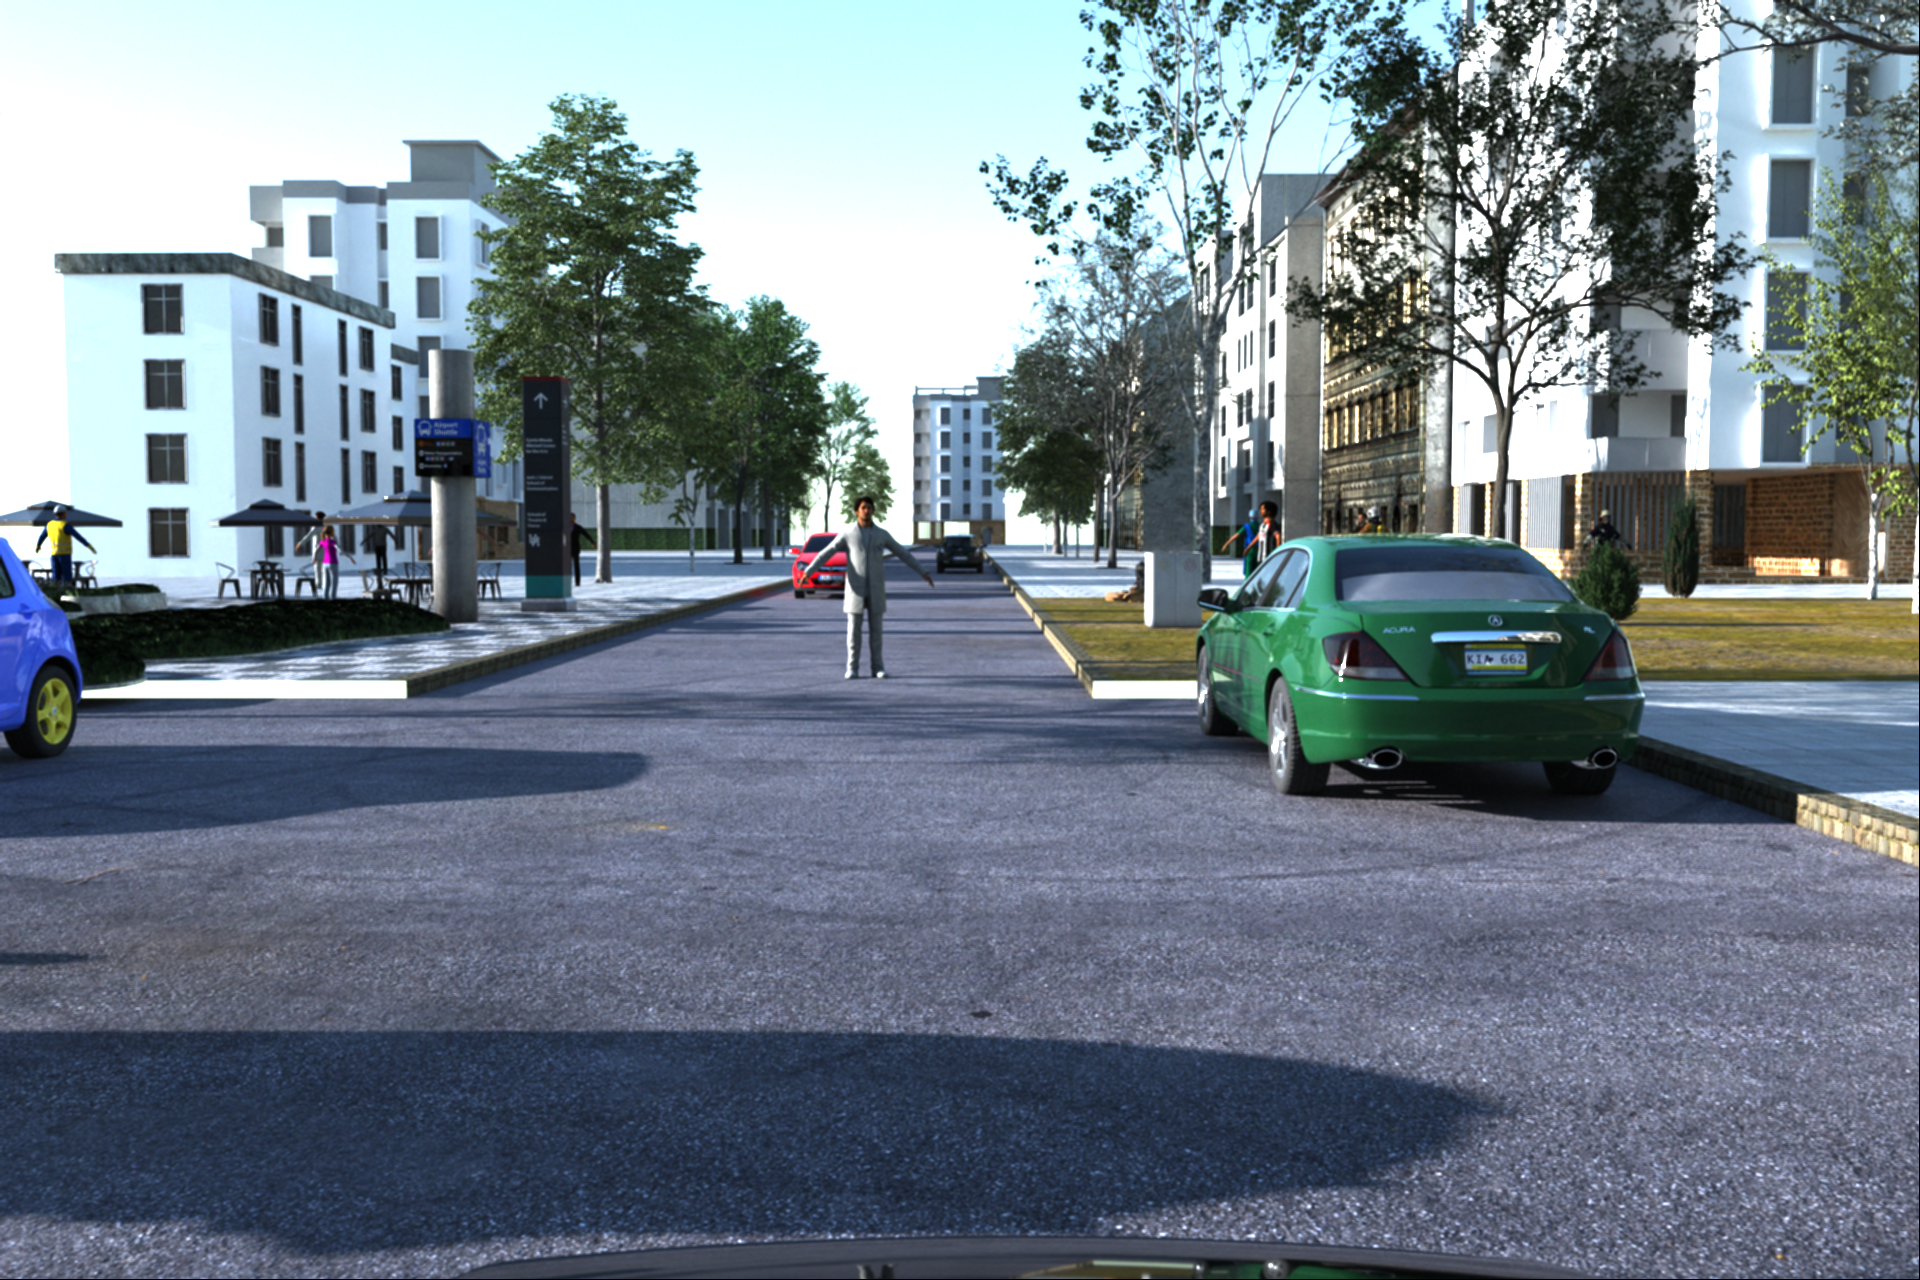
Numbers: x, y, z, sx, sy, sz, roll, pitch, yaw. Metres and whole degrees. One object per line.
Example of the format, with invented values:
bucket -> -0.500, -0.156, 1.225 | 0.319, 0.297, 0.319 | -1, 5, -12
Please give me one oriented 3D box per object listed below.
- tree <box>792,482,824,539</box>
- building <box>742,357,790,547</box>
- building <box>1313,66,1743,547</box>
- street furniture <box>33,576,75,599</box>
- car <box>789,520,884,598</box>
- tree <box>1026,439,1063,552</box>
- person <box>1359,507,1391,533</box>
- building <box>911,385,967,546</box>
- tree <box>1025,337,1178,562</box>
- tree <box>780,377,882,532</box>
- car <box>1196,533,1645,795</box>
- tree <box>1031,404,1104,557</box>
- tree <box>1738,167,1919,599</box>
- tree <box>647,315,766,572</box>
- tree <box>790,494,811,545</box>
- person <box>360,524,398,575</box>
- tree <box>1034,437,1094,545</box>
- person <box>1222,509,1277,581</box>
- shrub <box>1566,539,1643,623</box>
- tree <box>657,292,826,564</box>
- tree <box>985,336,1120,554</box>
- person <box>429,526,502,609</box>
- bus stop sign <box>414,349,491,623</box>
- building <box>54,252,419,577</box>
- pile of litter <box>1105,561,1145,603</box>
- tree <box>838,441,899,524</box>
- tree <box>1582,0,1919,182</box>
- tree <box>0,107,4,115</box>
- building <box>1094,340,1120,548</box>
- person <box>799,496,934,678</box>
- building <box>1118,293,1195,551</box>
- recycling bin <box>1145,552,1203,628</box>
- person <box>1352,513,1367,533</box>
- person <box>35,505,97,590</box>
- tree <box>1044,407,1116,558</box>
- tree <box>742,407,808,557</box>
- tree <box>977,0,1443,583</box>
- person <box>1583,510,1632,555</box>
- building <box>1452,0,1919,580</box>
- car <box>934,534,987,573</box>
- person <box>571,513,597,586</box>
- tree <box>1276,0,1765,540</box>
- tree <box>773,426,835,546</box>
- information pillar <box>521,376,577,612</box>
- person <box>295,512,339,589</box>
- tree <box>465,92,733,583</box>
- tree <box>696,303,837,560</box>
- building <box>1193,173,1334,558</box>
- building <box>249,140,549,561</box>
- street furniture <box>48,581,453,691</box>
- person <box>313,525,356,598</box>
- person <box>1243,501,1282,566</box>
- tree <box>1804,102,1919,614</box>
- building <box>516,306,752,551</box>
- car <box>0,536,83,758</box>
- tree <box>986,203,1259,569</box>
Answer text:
tree -> -18.412, -16.075, 213.186 | 4.360, 8.622, 3.978 | 0, 3, 0
building -> -27.919, -19.323, 182.390 | 16.747, 18.905, 31.486 | 0, 4, 0
building -> 25.442, -14.538, 68.620 | 19.493, 23.208, 18.063 | 0, 4, 1
street furniture -> -16.759, -1.191, 26.322 | 11.010, 1.723, 9.812 | -3, 5, -40
car -> -2.815, -1.893, 39.999 | 2.155, 1.783, 4.494 | 0, 3, 0
tree -> 5.837, -10.497, 121.987 | 4.360, 8.622, 3.978 | 0, 3, 0
person -> 8.683, -1.878, 36.468 | 1.354, 1.858, 0.705 | -2, 4, -24
building -> -5.677, -21.608, 212.168 | 11.380, 20.090, 16.016 | 0, 4, 4
tree -> 6.616, -8.886, 79.692 | 7.601, 10.594, 8.767 | -1, 4, -16
tree -> -8.754, -11.536, 114.362 | 9.928, 11.665, 9.643 | 0, 3, 0
car -> 2.650, 0.052, 10.952 | 2.131, 1.459, 4.920 | 0, 4, -1
tree -> 6.221, -9.024, 97.911 | 4.737, 8.622, 4.395 | 0, 3, 0
tree -> 17.753, -5.104, 33.819 | 4.737, 8.622, 4.395 | 0, 3, 0
tree -> -9.036, -6.664, 59.314 | 4.737, 8.622, 4.395 | 0, 3, 0
tree -> -19.496, -15.688, 206.861 | 4.360, 8.622, 3.978 | 0, 3, 0
person -> -18.218, -2.955, 54.450 | 1.348, 1.813, 0.705 | 1, 4, 16
tree -> 12.945, -18.603, 210.814 | 9.857, 13.997, 8.962 | 0, 3, 0
person -> 6.377, -1.930, 37.674 | 1.347, 1.817, 0.704 | 0, 4, -6
shrub -> 9.125, -0.819, 24.504 | 1.383, 1.207, 1.383 | 0, 3, 0
tree -> -9.331, -9.051, 73.739 | 9.928, 11.665, 9.643 | 0, 3, 0
tree -> 6.192, -12.448, 110.176 | 9.857, 13.997, 8.962 | 0, 3, 0
person -> -8.447, -1.395, 29.615 | 1.217, 1.733, 0.721 | -1, 4, -10
bus stop sign -> -7.316, -2.202, 25.027 | 0.837, 3.901, 0.837 | 0, 4, 2
building -> -25.949, -7.569, 65.898 | 9.099, 9.664, 28.070 | 0, 4, 1
pile of litter -> 3.347, -1.166, 33.034 | 1.176, 0.858, 1.719 | 0, 4, 0
tree -> -11.206, -17.975, 212.013 | 7.486, 12.596, 7.792 | 0, 3, 0
tree -> 9.232, -6.223, 12.119 | 12.009, 13.543, 11.850 | 0, 3, 0
tree -> -12.221, -4.835, 13.465 | 8.767, 10.594, 7.601 | -2, 4, -30
building -> 22.355, -18.346, 166.420 | 16.747, 18.905, 31.486 | 0, 4, 0
person -> -0.940, -0.527, 17.260 | 1.347, 1.806, 0.705 | -1, 4, -11
building -> 22.690, -18.718, 136.960 | 19.493, 23.208, 18.063 | 0, 3, 0
recycling bin -> 2.949, -0.697, 23.957 | 0.722, 1.027, 0.722 | 0, 4, 0
person -> 10.005, -2.265, 43.176 | 0.704, 1.812, 1.346 | -2, 4, -29
person -> -17.121, -1.657, 33.056 | 1.349, 1.833, 0.705 | 1, 4, 14
tree -> 6.237, -8.577, 90.592 | 4.737, 8.622, 4.395 | 0, 3, 0
tree -> -9.854, -8.816, 94.509 | 4.737, 8.622, 4.395 | 0, 3, 0
tree -> 6.917, -11.627, 45.987 | 12.611, 20.169, 13.585 | 0, 3, 0
person -> 15.444, -2.181, 41.438 | 1.354, 1.856, 0.705 | -1, 4, -18
building -> 21.784, -12.256, 56.803 | 16.016, 20.090, 11.380 | 0, 4, 0
car -> 0.019, -3.358, 64.695 | 2.009, 1.686, 4.222 | 0, 4, 1
person -> -9.603, -2.240, 42.856 | 1.346, 1.802, 0.704 | 1, 4, 10
tree -> 8.469, -5.606, 26.078 | 7.601, 10.594, 8.767 | -1, 4, -10
tree -> -9.147, -9.419, 104.357 | 4.360, 8.622, 3.978 | 0, 3, 0
information pillar -> -6.835, -2.405, 28.696 | 0.750, 3.857, 0.750 | 0, 4, 0
person -> -14.977, -2.101, 40.536 | 0.705, 1.806, 1.347 | 2, 4, 23
tree -> -9.693, -7.797, 45.607 | 7.486, 12.596, 7.792 | 0, 3, 0
tree -> -9.683, -10.201, 84.905 | 7.486, 12.596, 7.792 | 0, 3, 0
building -> 23.119, -13.897, 93.669 | 16.747, 18.905, 31.486 | 0, 4, 0
building -> -28.030, -13.954, 84.573 | 16.016, 20.090, 11.380 | 0, 4, 0
street furniture -> -9.344, -0.196, 18.831 | 5.734, 0.657, 10.072 | 0, 4, 7
person -> -10.709, -1.244, 29.600 | 0.991, 1.433, 0.599 | 2, 4, 28
person -> 5.017, -1.363, 28.436 | 0.704, 1.843, 1.345 | -1, 4, -14
tree -> 15.256, -4.736, 27.789 | 4.360, 8.622, 3.978 | 0, 3, 0
building -> -28.364, -17.340, 149.962 | 16.747, 18.905, 31.486 | 0, 3, 0
car -> -6.642, -0.015, 9.837 | 1.945, 1.707, 3.694 | 0, 3, 0
tree -> 5.820, -9.410, 64.229 | 12.009, 13.543, 11.850 | 0, 3, 0
